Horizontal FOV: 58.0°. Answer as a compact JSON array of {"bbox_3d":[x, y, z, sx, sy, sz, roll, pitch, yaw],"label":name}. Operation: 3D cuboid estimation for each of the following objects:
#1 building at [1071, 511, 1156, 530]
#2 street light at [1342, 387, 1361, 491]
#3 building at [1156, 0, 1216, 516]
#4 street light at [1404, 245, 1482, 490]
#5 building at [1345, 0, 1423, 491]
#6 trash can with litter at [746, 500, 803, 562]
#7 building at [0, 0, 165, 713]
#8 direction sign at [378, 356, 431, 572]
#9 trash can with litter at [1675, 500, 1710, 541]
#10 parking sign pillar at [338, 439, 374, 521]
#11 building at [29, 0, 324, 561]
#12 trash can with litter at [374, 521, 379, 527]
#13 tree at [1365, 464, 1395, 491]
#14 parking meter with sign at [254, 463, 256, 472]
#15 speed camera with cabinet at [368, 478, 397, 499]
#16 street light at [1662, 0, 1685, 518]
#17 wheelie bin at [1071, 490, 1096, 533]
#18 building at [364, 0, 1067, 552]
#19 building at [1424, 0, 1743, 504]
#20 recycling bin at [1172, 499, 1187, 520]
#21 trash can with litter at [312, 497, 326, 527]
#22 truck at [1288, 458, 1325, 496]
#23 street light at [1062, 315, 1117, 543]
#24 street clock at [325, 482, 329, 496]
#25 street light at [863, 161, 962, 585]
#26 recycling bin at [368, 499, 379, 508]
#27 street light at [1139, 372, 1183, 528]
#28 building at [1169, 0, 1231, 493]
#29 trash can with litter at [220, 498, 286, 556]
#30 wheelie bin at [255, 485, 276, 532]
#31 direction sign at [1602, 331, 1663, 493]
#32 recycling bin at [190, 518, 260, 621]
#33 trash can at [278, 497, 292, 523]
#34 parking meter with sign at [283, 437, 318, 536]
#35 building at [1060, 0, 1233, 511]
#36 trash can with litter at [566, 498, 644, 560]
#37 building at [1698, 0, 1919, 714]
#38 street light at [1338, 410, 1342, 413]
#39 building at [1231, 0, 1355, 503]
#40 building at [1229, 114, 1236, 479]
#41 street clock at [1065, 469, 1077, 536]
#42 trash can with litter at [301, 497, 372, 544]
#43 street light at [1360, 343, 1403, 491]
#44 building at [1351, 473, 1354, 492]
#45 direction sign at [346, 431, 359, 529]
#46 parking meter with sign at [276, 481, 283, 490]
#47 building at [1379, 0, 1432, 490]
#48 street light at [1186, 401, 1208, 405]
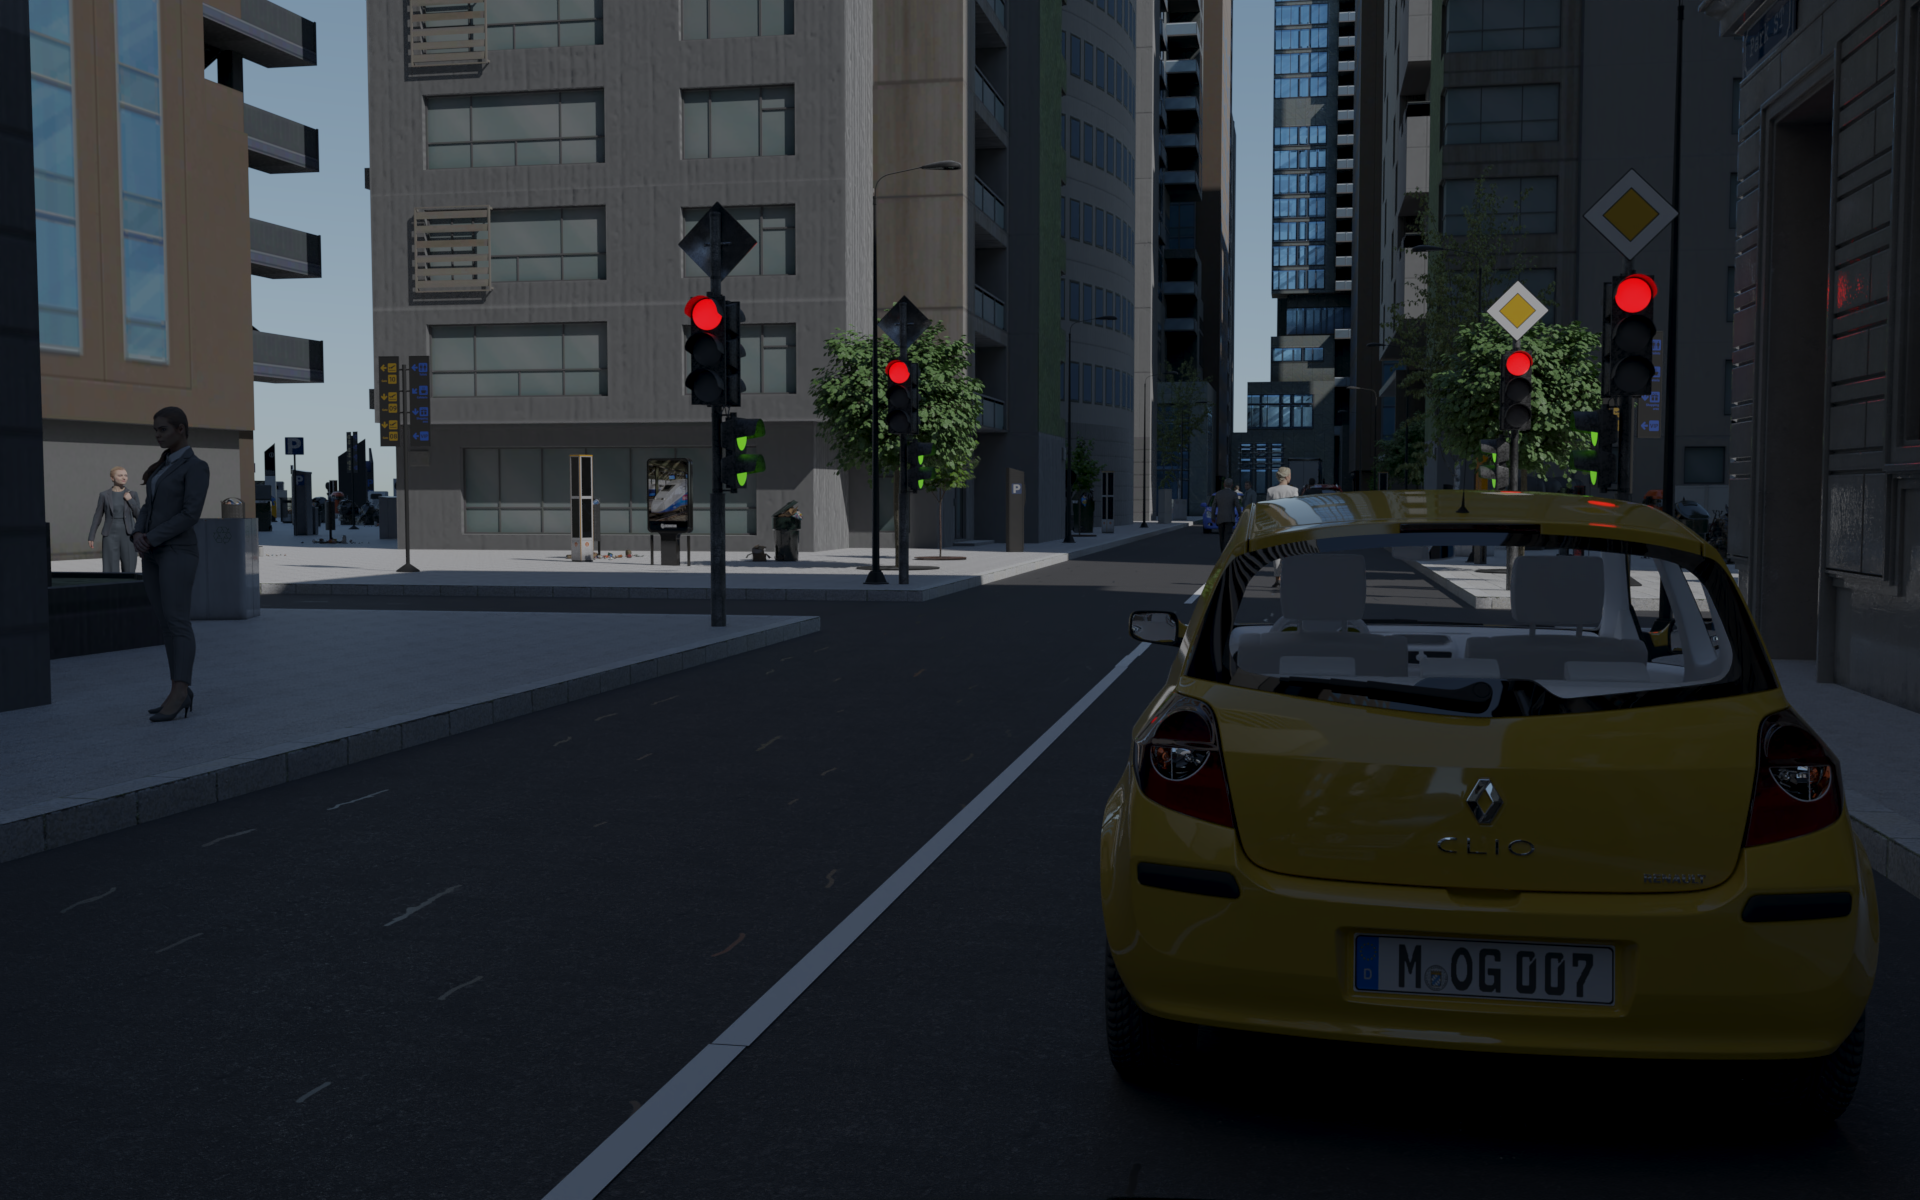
[{"bbox_3d":[-3.288,-32.423,72.120,21.231,58.520,28.212,1,4,11],"label":"building"},{"bbox_3d":[17.394,-6.260,74.897,1.470,5.913,1.316,1,4,11],"label":"street light"},{"bbox_3d":[6.192,-49.021,114.157,22.319,86.520,31.000,1,4,11],"label":"building"},{"bbox_3d":[9.126,-3.661,32.395,1.470,5.913,1.316,1,4,11],"label":"street light"},{"bbox_3d":[31.685,-27.979,107.574,14.600,45.320,14.200,1,4,11],"label":"building"},{"bbox_3d":[-3.533,-1.318,32.933,1.055,1.170,0.624,-1,4,-13],"label":"trash can with litter"},{"bbox_3d":[-20.152,-28.446,7.091,28.212,58.520,21.231,1,4,11],"label":"building"},{"bbox_3d":[-9.109,-2.231,28.476,0.876,3.537,0.379,1,4,9],"label":"direction sign"},{"bbox_3d":[12.720,-1.123,29.745,0.624,1.170,1.055,0,4,-6],"label":"trash can with litter"},{"bbox_3d":[-29.524,-5.856,84.220,1.447,3.967,1.447,0,4,-8],"label":"parking sign pillar"},{"bbox_3d":[-23.537,-23.534,34.897,14.200,45.320,14.600,1,4,11],"label":"building"},{"bbox_3d":[-22.315,-3.521,68.619,2.233,1.210,1.678,0,3,0],"label":"trash can with litter"},{"bbox_3d":[23.999,-6.424,99.628,1.663,3.219,1.824,0,3,0],"label":"tree"},{"bbox_3d":[-40.000,-6.203,97.681,0.543,3.016,1.738,-1,4,-22],"label":"parking meter with sign"},{"bbox_3d":[-31.709,-6.217,95.980,2.038,3.252,0.660,0,4,-4],"label":"speed camera with cabinet"},{"bbox_3d":[5.657,-2.604,15.124,1.470,5.913,1.316,1,4,11],"label":"street light"},{"bbox_3d":[4.100,-3.023,57.338,0.693,1.594,0.980,-1,4,-17],"label":"wheelie bin"},{"bbox_3d":[-5.177,-22.004,43.367,14.154,41.232,14.086,1,4,11],"label":"building"},{"bbox_3d":[21.649,-22.595,53.029,14.154,41.232,14.086,1,4,11],"label":"building"},{"bbox_3d":[10.742,-4.463,85.517,0.722,1.027,0.722,-1,4,-17],"label":"recycling bin"},{"bbox_3d":[-25.430,-3.440,67.638,1.055,1.170,0.624,1,4,21],"label":"trash can with litter"},{"bbox_3d":[27.859,-9.212,139.526,2.839,4.237,11.283,1,4,13],"label":"truck"},{"bbox_3d":[3.396,-4.447,45.253,1.470,5.913,1.316,1,4,11],"label":"street light"},{"bbox_3d":[-37.740,-6.060,103.649,0.358,2.002,0.471,1,4,14],"label":"street clock"},{"bbox_3d":[-0.669,-3.171,24.390,1.470,5.913,1.316,1,4,11],"label":"street light"},{"bbox_3d":[-29.276,-4.556,87.040,0.722,1.027,0.722,-2,4,-35],"label":"recycling bin"},{"bbox_3d":[7.563,-5.708,65.867,1.470,5.913,1.316,1,4,11],"label":"street light"},{"bbox_3d":[14.018,-29.790,137.175,14.600,45.320,14.200,1,4,11],"label":"building"},{"bbox_3d":[-15.192,-1.500,35.589,2.233,1.210,1.678,1,4,14],"label":"trash can with litter"},{"bbox_3d":[-23.979,-3.150,59.411,0.980,1.594,0.693,-1,4,-19],"label":"wheelie bin"},{"bbox_3d":[9.331,-1.963,24.100,0.876,3.537,0.379,-1,4,-9],"label":"direction sign"},{"bbox_3d":[-7.698,-0.328,17.915,0.722,1.027,0.722,-1,4,-10],"label":"recycling bin"},{"bbox_3d":[-29.452,-3.928,75.874,0.748,1.137,0.748,0,3,0],"label":"trash can"},{"bbox_3d":[-20.395,-3.518,53.779,0.543,3.016,1.738,0,4,-5],"label":"parking meter with sign"},{"bbox_3d":[11.510,-38.103,164.984,28.212,58.520,21.231,1,4,11],"label":"building"},{"bbox_3d":[-7.057,-1.446,34.702,1.678,1.210,2.233,2,4,33],"label":"trash can with litter"},{"bbox_3d":[9.413,-10.215,3.169,11.583,22.565,21.152,1,4,11],"label":"building"},{"bbox_3d":[21.689,-7.564,96.205,1.470,5.913,1.316,1,4,11],"label":"street light"},{"bbox_3d":[45.577,-53.413,185.973,31.000,86.520,22.319,1,4,11],"label":"building"},{"bbox_3d":[22.685,-30.874,188.377,14.086,41.232,14.154,1,4,11],"label":"building"},{"bbox_3d":[3.136,-2.808,50.483,0.471,2.002,0.358,-1,4,-14],"label":"street clock"},{"bbox_3d":[-16.448,-2.109,45.532,1.678,1.210,2.233,-1,4,-21],"label":"trash can with litter"},{"bbox_3d":[13.172,-4.934,53.217,1.470,5.913,1.316,1,4,11],"label":"street light"},{"bbox_3d":[45.254,-26.525,125.571,32.217,40.220,23.993,1,4,11],"label":"building"},{"bbox_3d":[-22.023,-4.332,62.827,0.379,3.537,0.876,-3,5,-44],"label":"direction sign"},{"bbox_3d":[-40.815,-6.566,103.622,1.738,3.016,0.543,-1,4,-12],"label":"parking meter with sign"},{"bbox_3d":[33.861,-29.990,79.567,28.713,52.752,27.495,1,4,11],"label":"building"},{"bbox_3d":[11.655,-6.981,86.673,1.470,5.913,1.316,1,4,11],"label":"street light"}]
